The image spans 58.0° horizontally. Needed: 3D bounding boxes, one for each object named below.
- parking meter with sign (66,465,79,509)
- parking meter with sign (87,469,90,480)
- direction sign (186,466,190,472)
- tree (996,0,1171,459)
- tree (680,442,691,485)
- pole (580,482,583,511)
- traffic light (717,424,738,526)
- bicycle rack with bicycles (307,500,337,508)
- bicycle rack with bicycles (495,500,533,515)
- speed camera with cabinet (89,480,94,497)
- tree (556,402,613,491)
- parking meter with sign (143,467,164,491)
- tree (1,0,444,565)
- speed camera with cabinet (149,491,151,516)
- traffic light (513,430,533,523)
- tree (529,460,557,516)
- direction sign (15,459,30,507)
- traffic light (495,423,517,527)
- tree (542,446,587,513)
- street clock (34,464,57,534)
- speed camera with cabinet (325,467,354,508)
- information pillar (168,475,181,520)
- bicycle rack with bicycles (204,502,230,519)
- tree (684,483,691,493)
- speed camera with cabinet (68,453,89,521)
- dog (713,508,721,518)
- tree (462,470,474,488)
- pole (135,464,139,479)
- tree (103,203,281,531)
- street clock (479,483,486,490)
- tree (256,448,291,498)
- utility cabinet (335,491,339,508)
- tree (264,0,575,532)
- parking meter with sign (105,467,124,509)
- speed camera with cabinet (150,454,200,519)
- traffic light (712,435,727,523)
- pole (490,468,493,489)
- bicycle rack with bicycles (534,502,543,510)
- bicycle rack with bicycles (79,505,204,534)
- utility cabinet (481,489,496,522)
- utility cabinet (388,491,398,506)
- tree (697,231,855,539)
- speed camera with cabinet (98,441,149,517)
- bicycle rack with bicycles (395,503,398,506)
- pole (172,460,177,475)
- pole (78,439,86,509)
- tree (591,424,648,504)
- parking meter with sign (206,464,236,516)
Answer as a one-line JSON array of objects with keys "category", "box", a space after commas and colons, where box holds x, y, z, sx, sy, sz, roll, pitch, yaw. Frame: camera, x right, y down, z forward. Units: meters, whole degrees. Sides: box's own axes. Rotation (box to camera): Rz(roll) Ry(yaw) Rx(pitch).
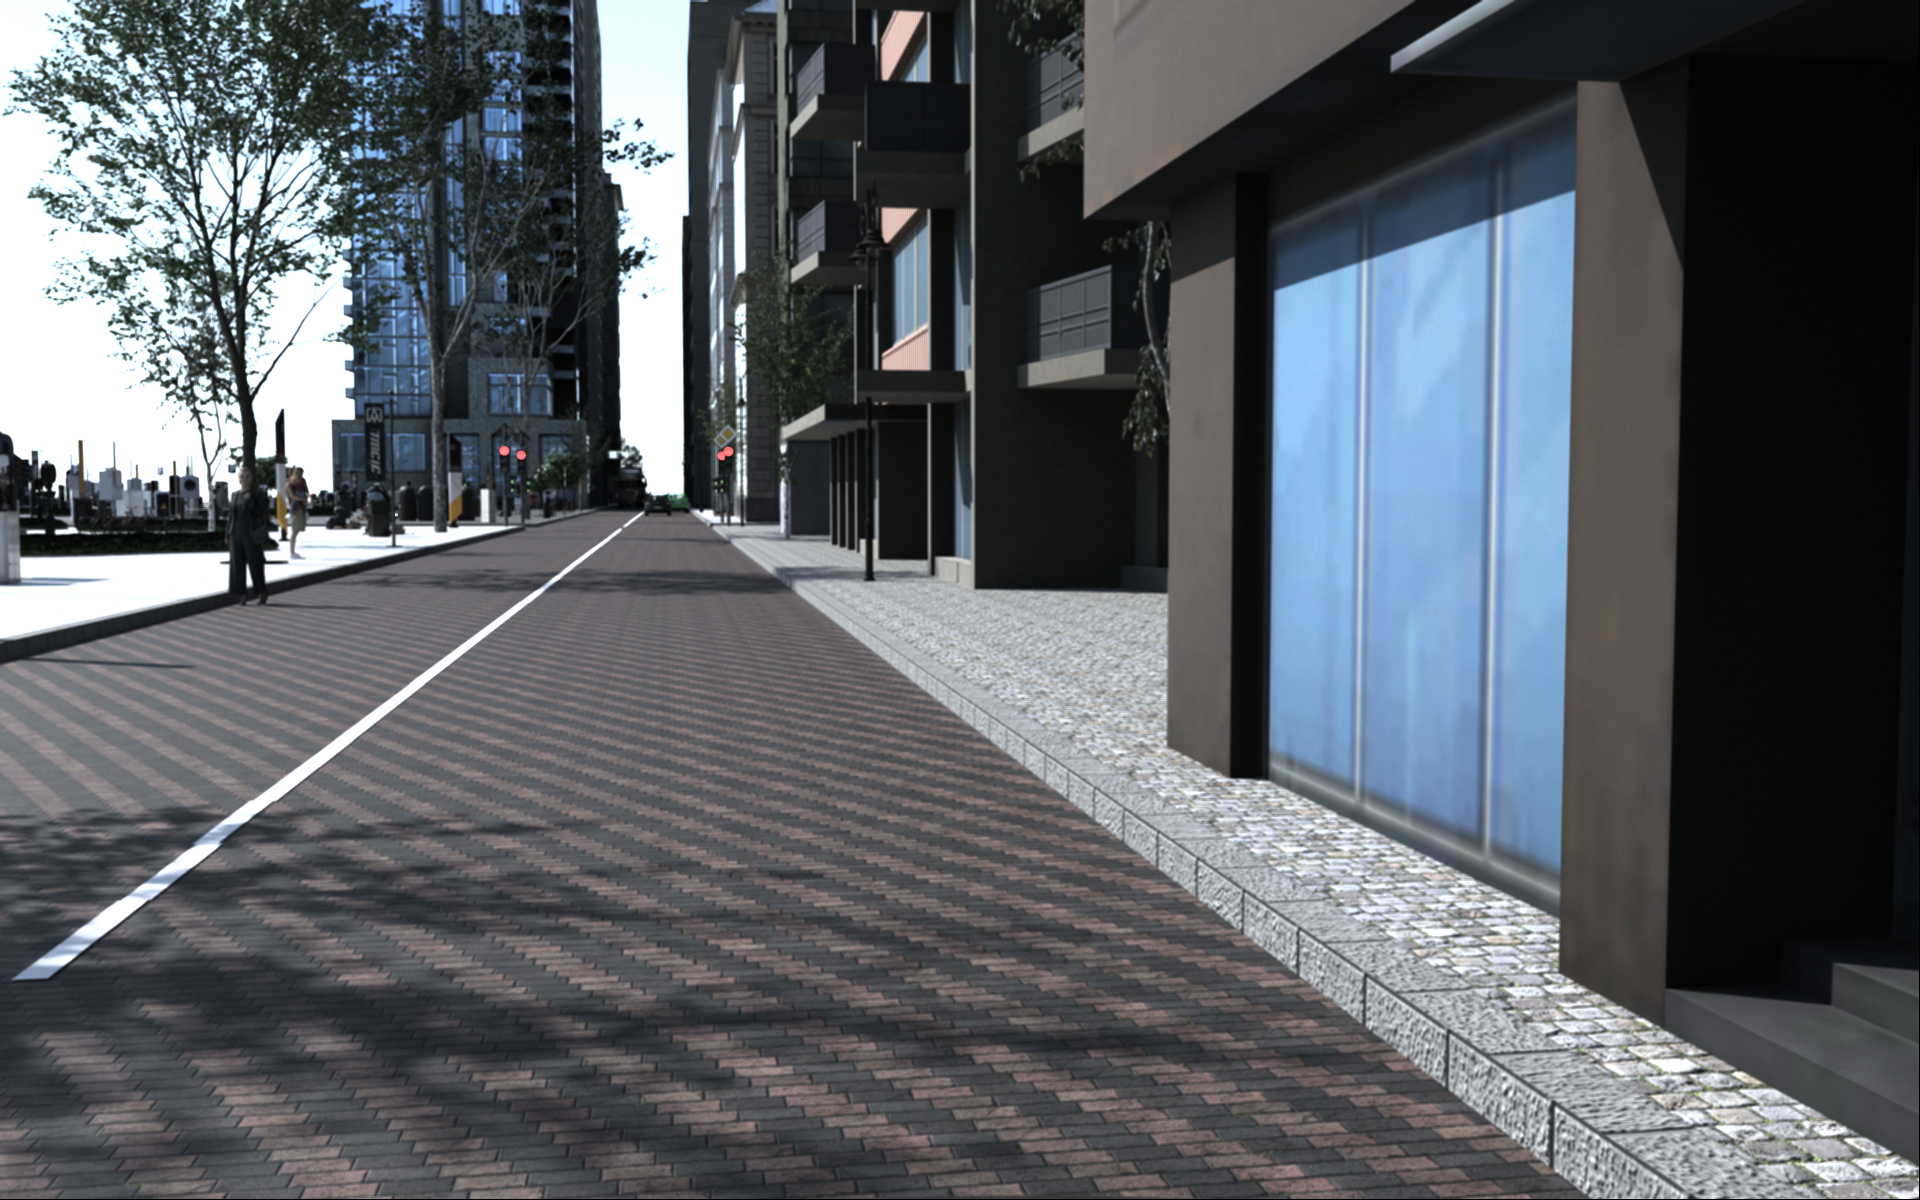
[{"category": "parking meter with sign", "box": [-52.189, -6.468, 102.014, 0.543, 3.016, 1.738, -1, 4, -13]}, {"category": "parking meter with sign", "box": [-60.226, -7.665, 121.589, 1.738, 3.016, 0.543, -2, 4, -34]}, {"category": "direction sign", "box": [-62.905, -9.124, 141.175, 0.379, 3.537, 0.876, 0, 4, -4]}, {"category": "tree", "box": [1.855, -3.820, 12.823, 4.360, 8.622, 3.978, 0, 3, 0]}, {"category": "tree", "box": [-12.612, -8.971, 97.039, 4.737, 8.622, 4.395, 0, 3, 0]}, {"category": "pole", "box": [-29.358, -8.582, 134.157, 0.158, 3.312, 0.155, 0, 3, 0]}, {"category": "traffic light", "box": [-9.327, -4.934, 69.585, 0.839, 4.253, 0.868, -1, 4, -10]}, {"category": "bicycle rack with bicycles", "box": [-41.520, -6.083, 112.844, 2.925, 0.926, 2.852, 1, 4, 23]}, {"category": "bicycle rack with bicycles", "box": [-27.955, -5.588, 104.754, 2.852, 0.926, 2.925, 1, 4, 9]}, {"category": "speed camera with cabinet", "box": [-58.026, -7.483, 116.690, 2.038, 3.252, 0.660, -1, 4, -14]}, {"category": "tree", "box": [-30.047, -11.470, 137.903, 4.360, 8.622, 3.978, 0, 3, 0]}, {"category": "parking meter with sign", "box": [-51.368, -6.942, 109.762, 0.543, 3.016, 1.738, 2, 4, 27]}, {"category": "tree", "box": [-13.169, -6.476, 31.631, 9.928, 11.665, 9.643, 0, 3, 0]}, {"category": "speed camera with cabinet", "box": [-45.816, -6.287, 97.121, 2.038, 3.252, 0.660, 2, 4, 26]}, {"category": "traffic light", "box": [-19.196, -5.326, 76.003, 0.839, 4.253, 0.868, -1, 4, -10]}, {"category": "tree", "box": [-24.216, -6.429, 99.722, 1.663, 3.219, 1.824, 0, 3, 0]}, {"category": "direction sign", "box": [-60.205, -7.292, 111.227, 0.876, 3.537, 0.379, -2, 4, -33]}, {"category": "traffic light", "box": [-17.864, -4.845, 68.130, 0.839, 4.253, 0.868, -1, 4, -10]}, {"category": "tree", "box": [-27.041, -8.215, 118.028, 4.285, 4.588, 4.351, 0, 3, 0]}, {"category": "street clock", "box": [-21.617, -2.235, 41.109, 0.358, 2.002, 0.471, -1, 4, -9]}, {"category": "speed camera with cabinet", "box": [-45.740, -8.155, 127.663, 2.038, 3.252, 0.660, 1, 4, 14]}, {"category": "information pillar", "box": [-30.405, -3.827, 67.067, 0.304, 2.012, 0.304, 0, 4, 2]}, {"category": "bicycle rack with bicycles", "box": [-33.141, -3.900, 77.147, 2.925, 0.926, 2.852, 1, 4, 21]}, {"category": "tree", "box": [-37.678, -15.176, 242.722, 1.663, 3.219, 1.824, 0, 3, 0]}, {"category": "speed camera with cabinet", "box": [-42.448, -5.439, 83.256, 0.660, 3.252, 2.038, -2, 4, -29]}, {"category": "dog", "box": [-13.282, -4.772, 94.860, 0.406, 0.507, 0.540, 0, 4, 4]}, {"category": "tree", "box": [-39.639, -8.782, 138.181, 1.663, 3.219, 1.824, 0, 3, 0]}, {"category": "pole", "box": [-55.538, -7.528, 116.919, 0.158, 3.312, 0.155, 0, 3, 0]}, {"category": "tree", "box": [-19.085, -5.707, 43.678, 4.360, 8.622, 3.978, 0, 3, 0]}, {"category": "street clock", "box": [-32.433, -6.921, 117.728, 0.358, 2.002, 0.471, 1, 4, 23]}, {"category": "tree", "box": [-49.488, -8.604, 124.391, 4.285, 4.588, 4.351, 0, 3, 0]}, {"category": "utility cabinet", "box": [-44.596, -7.071, 124.295, 0.318, 1.500, 1.173, -1, 4, -9]}, {"category": "tree", "box": [-16.091, -12.307, 57.106, 12.611, 20.169, 13.585, 0, 3, 0]}, {"category": "parking meter with sign", "box": [-54.537, -7.095, 112.264, 0.543, 3.016, 1.738, 1, 4, 13]}, {"category": "speed camera with cabinet", "box": [-38.989, -5.619, 86.211, 2.038, 3.252, 0.660, -1, 4, -11]}, {"category": "traffic light", "box": [-10.659, -5.415, 77.459, 0.839, 4.253, 0.868, -1, 4, -10]}, {"category": "pole", "box": [-36.575, -8.647, 135.220, 0.158, 3.312, 0.155, 0, 3, 0]}, {"category": "bicycle rack with bicycles", "box": [-34.979, -7.674, 138.847, 2.925, 0.926, 2.852, 1, 4, 12]}, {"category": "bicycle rack with bicycles", "box": [-24.425, -2.299, 50.976, 2.852, 0.926, 2.925, 3, 5, 43]}, {"category": "utility cabinet", "box": [-21.103, -4.209, 77.500, 0.318, 1.500, 1.173, -2, 4, -32]}, {"category": "utility cabinet", "box": [-44.676, -7.865, 137.268, 1.173, 1.500, 0.318, 0, 4, -5]}, {"category": "tree", "box": [-4.752, -6.068, 49.571, 4.737, 8.622, 4.395, 0, 3, 0]}, {"category": "speed camera with cabinet", "box": [-31.721, -4.353, 65.502, 0.660, 3.252, 2.038, 0, 4, 6]}, {"category": "bicycle rack with bicycles", "box": [-38.733, -6.784, 124.308, 2.925, 0.926, 2.852, 1, 4, 19]}, {"category": "pole", "box": [-47.289, -6.759, 104.350, 0.158, 3.312, 0.155, 0, 3, 0]}, {"category": "pole", "box": [-32.800, -4.333, 64.691, 0.158, 3.312, 0.155, 0, 3, 0]}, {"category": "tree", "box": [-44.966, -17.813, 225.655, 8.767, 10.594, 7.601, 0, 4, -1]}, {"category": "parking meter with sign", "box": [-42.828, -6.376, 100.503, 1.738, 3.016, 0.543, 2, 4, 24]}]
